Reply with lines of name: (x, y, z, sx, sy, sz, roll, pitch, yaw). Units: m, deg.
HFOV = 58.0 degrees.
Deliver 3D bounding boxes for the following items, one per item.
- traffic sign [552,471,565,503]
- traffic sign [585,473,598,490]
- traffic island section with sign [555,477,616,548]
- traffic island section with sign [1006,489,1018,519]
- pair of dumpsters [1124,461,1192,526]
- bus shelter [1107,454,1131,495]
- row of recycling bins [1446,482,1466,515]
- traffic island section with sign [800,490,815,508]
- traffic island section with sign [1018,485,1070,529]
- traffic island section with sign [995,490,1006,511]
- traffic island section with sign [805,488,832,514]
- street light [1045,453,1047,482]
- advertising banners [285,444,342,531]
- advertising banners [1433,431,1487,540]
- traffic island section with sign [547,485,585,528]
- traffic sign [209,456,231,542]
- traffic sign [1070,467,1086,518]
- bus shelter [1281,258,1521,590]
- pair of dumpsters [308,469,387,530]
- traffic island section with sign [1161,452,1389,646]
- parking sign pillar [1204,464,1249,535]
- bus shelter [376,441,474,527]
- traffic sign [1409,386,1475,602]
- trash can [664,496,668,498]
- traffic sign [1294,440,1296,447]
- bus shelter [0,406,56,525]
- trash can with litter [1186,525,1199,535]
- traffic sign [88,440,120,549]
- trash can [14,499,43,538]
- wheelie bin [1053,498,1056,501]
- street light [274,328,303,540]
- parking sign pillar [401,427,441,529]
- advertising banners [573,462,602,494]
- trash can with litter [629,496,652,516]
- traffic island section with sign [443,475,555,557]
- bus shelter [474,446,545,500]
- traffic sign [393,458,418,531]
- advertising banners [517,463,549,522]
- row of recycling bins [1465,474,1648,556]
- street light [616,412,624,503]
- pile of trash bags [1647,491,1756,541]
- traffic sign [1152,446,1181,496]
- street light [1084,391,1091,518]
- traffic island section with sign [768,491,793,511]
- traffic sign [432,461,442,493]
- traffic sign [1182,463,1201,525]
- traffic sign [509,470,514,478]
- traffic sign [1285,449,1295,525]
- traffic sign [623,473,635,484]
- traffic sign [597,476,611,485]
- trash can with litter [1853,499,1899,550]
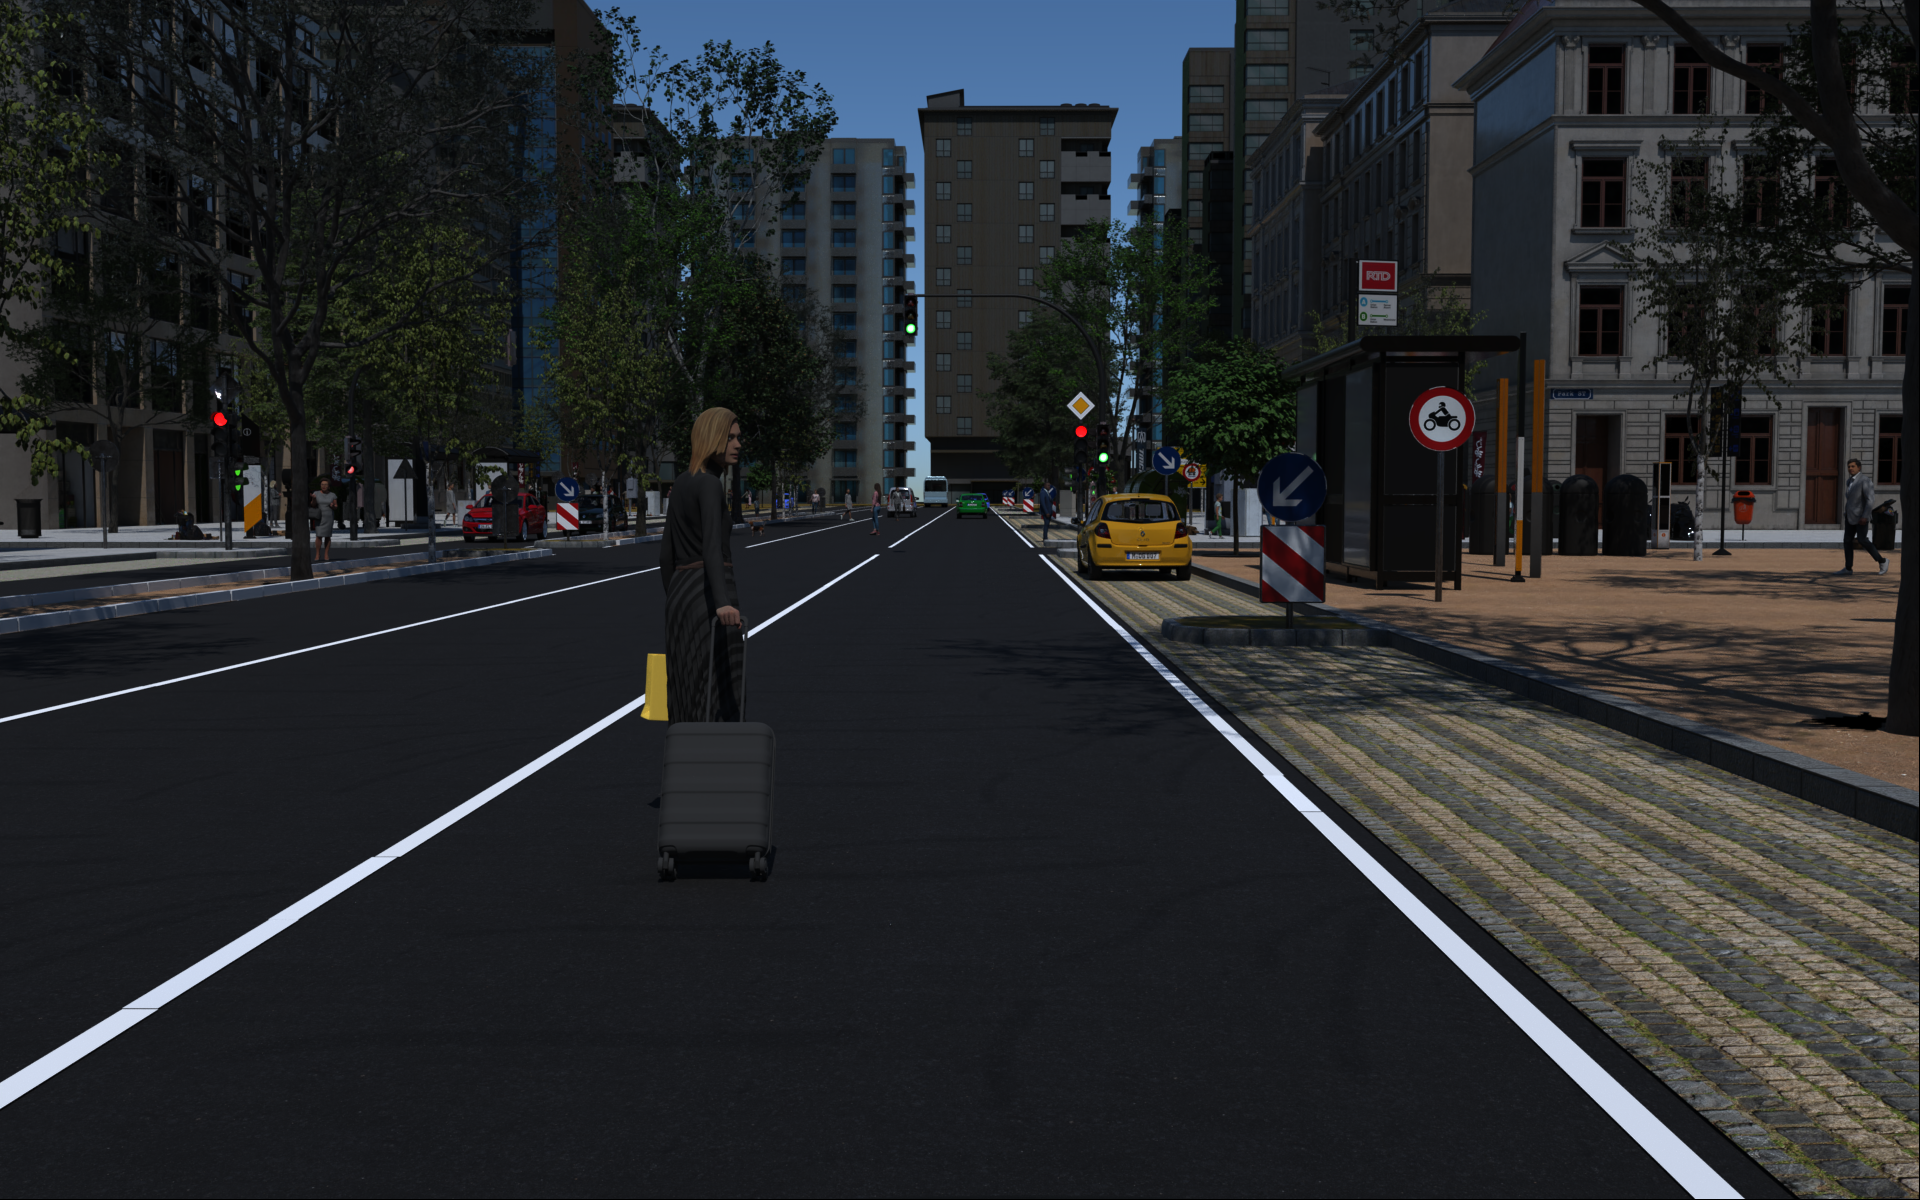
traffic sign: (-22.325, -5.881, 96.260, 0.768, 2.556, 0.104, 0, 4, 4)
traffic sign: (-22.096, -6.340, 103.771, 0.768, 2.556, 0.104, 0, 4, 3)
traffic island section with sign: (-10.572, -2.397, 47.324, 2.006, 1.907, 1.989, 0, 4, 1)
traffic island section with sign: (3.816, -5.598, 100.155, 1.989, 1.847, 2.006, 0, 4, 1)
pair of dumpsters: (5.633, -2.870, 49.415, 1.574, 2.255, 4.437, 0, 4, 1)
bus shelter: (9.003, -6.767, 101.922, 1.731, 3.624, 6.357, 0, 4, 0)
row of recycling bins: (15.939, -2.678, 50.890, 3.534, 1.692, 1.069, 1, 4, 18)
traffic island section with sign: (-15.201, -10.263, 176.431, 1.989, 1.847, 2.006, 0, 4, 1)
traffic island section with sign: (3.550, -3.884, 72.133, 1.989, 1.847, 2.006, 0, 4, 1)
traffic island section with sign: (4.266, -8.603, 149.285, 1.989, 1.847, 2.006, 0, 4, 1)
traffic island section with sign: (-9.885, -6.992, 122.460, 2.006, 1.907, 1.989, 0, 4, 1)
street light: (6.050, -9.138, 122.195, 0.468, 5.910, 1.993, 0, 4, 1)
advertising banners: (-22.533, -3.936, 60.540, 2.074, 3.025, 0.090, -3, 4, -38)
advertising banners: (14.043, -3.218, 48.800, 0.090, 3.025, 2.074, -2, 4, -29)
traffic island section with sign: (-16.161, -3.930, 72.891, 1.989, 1.847, 2.006, 0, 4, 1)
traffic sign: (-19.956, -2.728, 46.728, 0.606, 2.300, 0.079, 0, 4, 5)
traffic sign: (5.399, -4.849, 79.393, 0.768, 2.556, 0.104, 0, 4, 1)
bus shelter: (6.401, -3.031, 27.195, 2.179, 5.291, 8.768, 0, 4, 1)
pair of dumpsters: (-22.721, -3.774, 64.196, 1.574, 2.255, 4.437, 0, 4, 0)
traffic island section with sign: (3.043, -0.522, 17.169, 1.989, 1.847, 2.006, 0, 4, 1)
parking sign pillar: (8.414, -4.033, 54.414, 1.447, 3.967, 1.447, 0, 4, -2)
bus shelter: (-21.386, -4.609, 69.285, 2.014, 3.302, 5.546, 0, 4, 1)
traffic sign: (5.698, -1.251, 20.552, 0.768, 2.556, 0.104, 0, 4, 6)
trash can: (-20.278, -6.668, 120.670, 0.748, 1.137, 0.748, 0, 3, 0)
traffic sign: (6.621, -1.973, 32.361, 0.768, 2.556, 0.104, 0, 4, 3)
bus shelter: (-21.940, -2.658, 37.382, 2.014, 3.302, 5.546, 0, 4, 1)
trash can with litter: (7.018, -2.630, 54.389, 1.055, 1.170, 0.624, 2, 4, 35)
traffic sign: (-20.104, -2.481, 40.667, 0.768, 2.556, 0.104, 0, 4, 3)
trash can: (-26.984, -2.358, 50.204, 0.748, 1.137, 0.748, 0, 3, 0)
wheelie bin: (5.619, -6.100, 107.637, 0.693, 1.594, 0.980, 0, 4, 2)
street light: (-18.651, -4.620, 48.327, 0.468, 5.910, 1.993, 0, 4, 1)
parking sign pillar: (-20.038, -4.637, 64.283, 1.447, 3.967, 1.447, -1, 4, -23)
advertising banners: (-20.195, -5.957, 93.585, 2.074, 3.025, 0.090, 2, 4, 27)
trash can with litter: (-18.711, -5.455, 100.239, 2.233, 1.210, 1.678, 0, 4, -3)
traffic island section with sign: (-10.650, -1.944, 39.918, 2.006, 1.907, 1.989, 0, 4, 1)
bus shelter: (-19.933, -5.030, 76.165, 2.014, 3.302, 5.546, 0, 4, 1)
traffic sign: (-19.231, -3.674, 60.073, 0.884, 2.594, 0.081, 0, 4, 5)
advertising banners: (-19.689, -5.113, 79.782, 2.074, 3.025, 0.090, 2, 4, 34)
row of recycling bins: (12.544, -1.789, 36.359, 3.534, 1.692, 1.069, 1, 4, 14)
street light: (-18.265, -7.371, 93.299, 0.468, 5.910, 1.993, 0, 4, 1)
pile of trash bags: (20.282, -2.355, 48.252, 3.447, 1.369, 1.912, 2, 4, 26)
traffic sign: (5.518, -2.827, 46.322, 0.768, 2.556, 0.104, 0, 4, 2)
street light: (5.737, -6.441, 78.091, 0.468, 5.910, 1.993, 0, 4, 1)
traffic island section with sign: (-15.447, -8.615, 149.477, 1.989, 1.847, 2.006, 0, 4, 1)
traffic sign: (-19.982, -4.008, 65.638, 0.768, 2.556, 0.104, 0, 4, 8)
traffic sign: (9.478, -4.330, 70.904, 0.768, 2.556, 0.104, 0, 4, 2)
traffic sign: (-21.484, -5.030, 82.250, 0.884, 2.594, 0.081, 0, 4, 4)
traffic sign: (7.572, -2.442, 40.037, 0.768, 2.556, 0.104, 0, 4, 4)
traffic sign: (-19.884, -6.364, 104.161, 0.768, 2.556, 0.104, 1, 4, 10)
traffic sign: (-21.398, -6.368, 104.118, 0.884, 2.594, 0.081, 0, 4, 1)
trash can with litter: (20.983, -1.741, 39.851, 1.055, 1.170, 0.624, 3, 5, 45)
